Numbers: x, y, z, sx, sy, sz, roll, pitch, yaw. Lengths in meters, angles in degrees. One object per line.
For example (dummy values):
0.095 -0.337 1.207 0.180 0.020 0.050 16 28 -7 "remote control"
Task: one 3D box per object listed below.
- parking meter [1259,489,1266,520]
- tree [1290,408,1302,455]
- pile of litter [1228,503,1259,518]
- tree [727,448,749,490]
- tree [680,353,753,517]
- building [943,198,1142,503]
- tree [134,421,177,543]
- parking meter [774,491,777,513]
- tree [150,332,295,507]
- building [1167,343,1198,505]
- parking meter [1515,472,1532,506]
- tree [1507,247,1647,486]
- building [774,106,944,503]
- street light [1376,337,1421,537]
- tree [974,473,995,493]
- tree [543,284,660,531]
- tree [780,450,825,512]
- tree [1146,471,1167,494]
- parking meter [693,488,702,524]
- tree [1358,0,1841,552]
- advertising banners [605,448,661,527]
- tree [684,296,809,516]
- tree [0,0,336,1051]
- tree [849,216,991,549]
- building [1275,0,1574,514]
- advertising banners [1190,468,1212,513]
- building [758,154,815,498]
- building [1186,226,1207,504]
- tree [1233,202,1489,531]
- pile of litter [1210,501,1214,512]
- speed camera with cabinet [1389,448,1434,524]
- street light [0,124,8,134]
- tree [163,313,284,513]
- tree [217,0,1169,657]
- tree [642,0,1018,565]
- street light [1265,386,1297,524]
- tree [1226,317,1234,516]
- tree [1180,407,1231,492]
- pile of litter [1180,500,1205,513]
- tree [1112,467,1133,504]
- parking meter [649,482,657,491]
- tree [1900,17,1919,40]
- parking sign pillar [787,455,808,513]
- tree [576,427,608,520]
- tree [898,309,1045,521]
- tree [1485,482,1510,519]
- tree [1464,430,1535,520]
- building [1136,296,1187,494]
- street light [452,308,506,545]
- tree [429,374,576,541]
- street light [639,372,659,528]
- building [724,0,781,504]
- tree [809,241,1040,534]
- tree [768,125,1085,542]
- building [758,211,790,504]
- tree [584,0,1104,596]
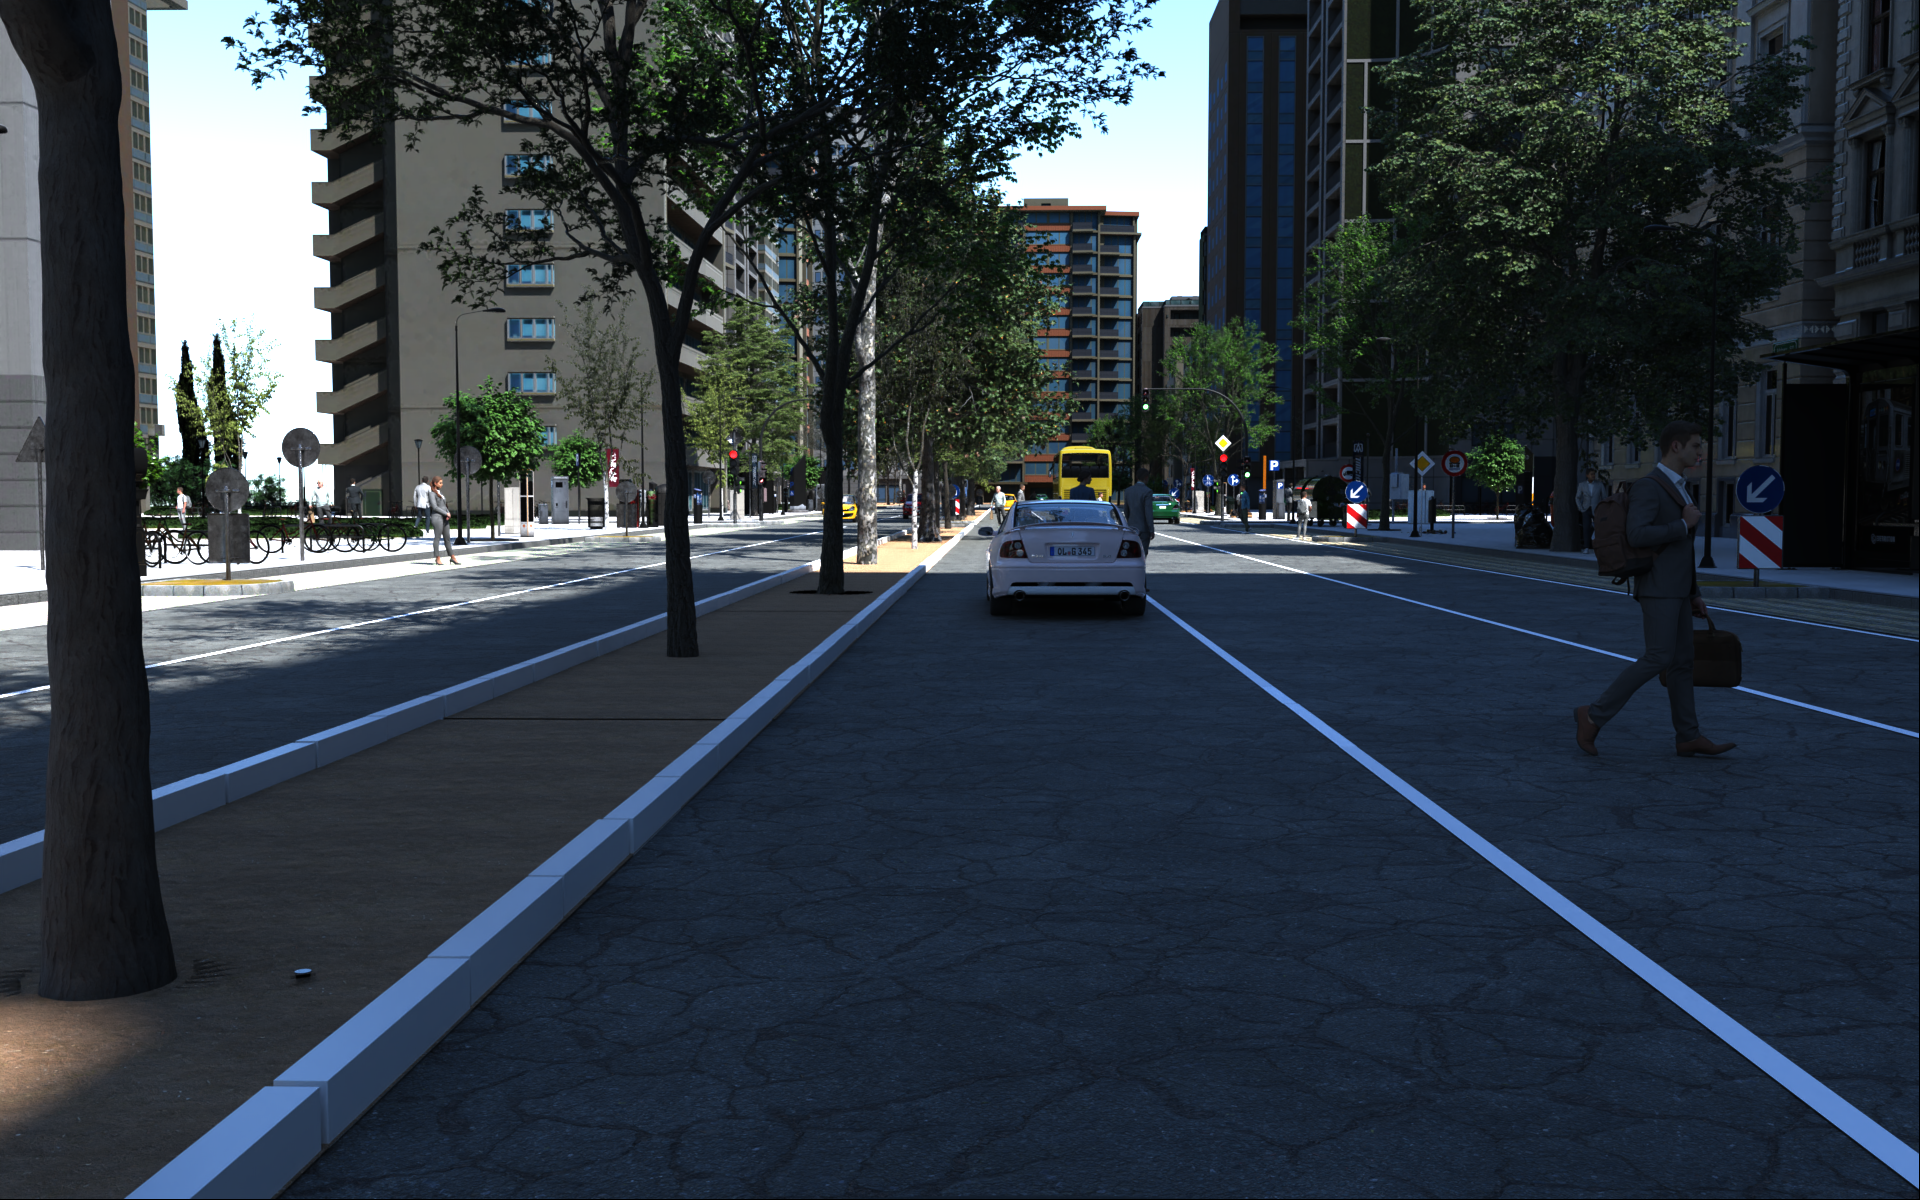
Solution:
15.081 -4.767 86.346 0.372 1.533 0.369 0 3 0 "parking meter"
28.294 -11.473 137.943 4.360 8.622 3.978 0 3 0 "tree"
16.920 -5.511 104.065 1.176 0.858 1.719 -1 4 -18 "pile of litter"
-15.530 -8.440 121.712 4.285 4.588 4.351 0 3 0 "tree"
-12.584 -8.520 89.656 4.737 8.622 4.395 0 3 0 "tree"
12.039 -36.963 258.966 28.867 44.769 22.147 0 4 2 "building"
-21.841 -3.132 45.803 1.663 3.219 1.824 0 3 0 "tree"
-12.629 -6.665 117.385 0.372 1.533 0.369 0 3 0 "parking meter"
-63.685 -14.837 144.407 13.155 14.587 18.604 -1 4 -10 "tree"
40.348 -22.340 210.291 27.650 21.520 28.899 0 4 2 "building"
14.859 -2.445 45.681 0.255 1.863 0.399 -1 4 -21 "parking meter"
17.853 -6.134 50.658 4.360 8.622 3.978 0 3 0 "tree"
-16.476 -43.903 259.805 28.212 58.520 21.231 0 4 2 "building"
13.024 -4.828 51.472 1.470 5.913 1.316 0 4 2 "street light"
1.105 -11.520 141.169 4.737 8.622 4.395 0 3 0 "tree"
-12.373 -6.729 60.377 4.360 8.622 3.978 0 3 0 "tree"
-11.374 -8.627 124.769 4.285 4.588 4.351 0 3 0 "tree"
16.551 -9.557 150.855 1.663 3.219 1.824 0 3 0 "tree"
-11.328 -4.064 74.858 0.372 1.533 0.369 0 3 0 "parking meter"
13.653 -8.052 38.299 9.857 13.997 8.962 0 3 0 "tree"
-12.539 -4.295 66.412 2.074 3.025 0.090 0 4 -6 "advertising banners"
-12.020 -11.135 100.189 7.486 12.596 7.792 0 3 0 "tree"
-2.452 -5.606 4.480 12.009 13.543 11.850 0 3 0 "tree"
-1.191 -5.635 44.945 4.360 8.622 3.978 0 3 0 "tree"
34.299 -41.836 122.273 20.563 71.187 20.611 0 4 2 "building"
16.124 -7.329 116.022 2.074 3.025 0.090 -3 4 -39 "advertising banners"
-31.059 -34.271 214.957 28.867 44.769 22.147 0 4 2 "building"
32.716 -25.478 188.270 14.160 30.474 14.107 0 4 2 "building"
15.012 -8.233 60.371 9.928 11.665 9.643 0 3 0 "tree"
17.580 -6.727 123.954 1.176 0.858 1.719 -1 4 -19 "pile of litter"
19.350 -4.885 74.213 0.660 3.252 2.038 -2 4 -35 "speed camera with cabinet"
-12.622 -3.015 21.844 1.470 5.913 1.316 0 4 2 "street light"
-29.347 -7.303 69.766 4.737 8.622 4.395 0 3 0 "tree"
-2.402 -4.793 15.238 8.767 10.594 7.601 0 4 2 "tree"
-3.076 -10.830 35.419 12.611 20.169 13.585 0 3 0 "tree"
13.762 -6.218 74.203 1.470 5.913 1.316 0 4 2 "street light"
15.155 -10.763 101.736 9.928 11.665 9.643 0 3 0 "tree"
19.843 -11.548 139.179 4.737 8.622 4.395 0 3 0 "tree"
15.980 -6.522 120.593 1.719 0.858 1.176 0 4 -5 "pile of litter"
18.902 -13.542 205.123 4.285 4.588 4.351 0 3 0 "tree"
-14.974 -4.825 84.598 0.399 1.863 0.255 3 5 43 "parking meter"
13.344 -5.573 16.879 9.928 11.665 9.643 0 3 0 "tree"
-11.213 -8.024 119.668 1.447 3.967 1.447 2 4 33 "parking sign pillar"
-18.774 -6.189 84.912 4.285 4.588 4.351 0 3 0 "tree"
-0.280 -10.833 86.238 9.857 13.997 8.962 0 3 0 "tree"
28.283 -5.877 90.695 1.663 3.219 1.824 0 3 0 "tree"
26.875 -6.270 86.229 4.285 4.588 4.351 0 3 0 "tree"
33.440 -29.620 255.980 14.107 30.474 14.160 0 4 2 "building"
-12.013 -4.327 43.294 1.470 5.913 1.316 0 4 2 "street light"
-12.911 -3.913 47.694 4.285 4.588 4.351 0 3 0 "tree"
-11.396 -5.659 65.063 1.470 5.913 1.316 0 4 2 "street light"
-28.265 -44.611 167.633 20.563 71.187 20.611 0 4 2 "building"
-1.008 -8.672 62.373 7.486 12.596 7.792 0 3 0 "tree"
-0.976 -8.099 51.890 9.611 12.733 9.660 0 3 0 "tree"
-33.004 -30.552 191.403 32.217 40.220 23.993 0 4 2 "building"
-1.731 -5.876 24.290 9.928 11.665 9.643 0 3 0 "tree"
